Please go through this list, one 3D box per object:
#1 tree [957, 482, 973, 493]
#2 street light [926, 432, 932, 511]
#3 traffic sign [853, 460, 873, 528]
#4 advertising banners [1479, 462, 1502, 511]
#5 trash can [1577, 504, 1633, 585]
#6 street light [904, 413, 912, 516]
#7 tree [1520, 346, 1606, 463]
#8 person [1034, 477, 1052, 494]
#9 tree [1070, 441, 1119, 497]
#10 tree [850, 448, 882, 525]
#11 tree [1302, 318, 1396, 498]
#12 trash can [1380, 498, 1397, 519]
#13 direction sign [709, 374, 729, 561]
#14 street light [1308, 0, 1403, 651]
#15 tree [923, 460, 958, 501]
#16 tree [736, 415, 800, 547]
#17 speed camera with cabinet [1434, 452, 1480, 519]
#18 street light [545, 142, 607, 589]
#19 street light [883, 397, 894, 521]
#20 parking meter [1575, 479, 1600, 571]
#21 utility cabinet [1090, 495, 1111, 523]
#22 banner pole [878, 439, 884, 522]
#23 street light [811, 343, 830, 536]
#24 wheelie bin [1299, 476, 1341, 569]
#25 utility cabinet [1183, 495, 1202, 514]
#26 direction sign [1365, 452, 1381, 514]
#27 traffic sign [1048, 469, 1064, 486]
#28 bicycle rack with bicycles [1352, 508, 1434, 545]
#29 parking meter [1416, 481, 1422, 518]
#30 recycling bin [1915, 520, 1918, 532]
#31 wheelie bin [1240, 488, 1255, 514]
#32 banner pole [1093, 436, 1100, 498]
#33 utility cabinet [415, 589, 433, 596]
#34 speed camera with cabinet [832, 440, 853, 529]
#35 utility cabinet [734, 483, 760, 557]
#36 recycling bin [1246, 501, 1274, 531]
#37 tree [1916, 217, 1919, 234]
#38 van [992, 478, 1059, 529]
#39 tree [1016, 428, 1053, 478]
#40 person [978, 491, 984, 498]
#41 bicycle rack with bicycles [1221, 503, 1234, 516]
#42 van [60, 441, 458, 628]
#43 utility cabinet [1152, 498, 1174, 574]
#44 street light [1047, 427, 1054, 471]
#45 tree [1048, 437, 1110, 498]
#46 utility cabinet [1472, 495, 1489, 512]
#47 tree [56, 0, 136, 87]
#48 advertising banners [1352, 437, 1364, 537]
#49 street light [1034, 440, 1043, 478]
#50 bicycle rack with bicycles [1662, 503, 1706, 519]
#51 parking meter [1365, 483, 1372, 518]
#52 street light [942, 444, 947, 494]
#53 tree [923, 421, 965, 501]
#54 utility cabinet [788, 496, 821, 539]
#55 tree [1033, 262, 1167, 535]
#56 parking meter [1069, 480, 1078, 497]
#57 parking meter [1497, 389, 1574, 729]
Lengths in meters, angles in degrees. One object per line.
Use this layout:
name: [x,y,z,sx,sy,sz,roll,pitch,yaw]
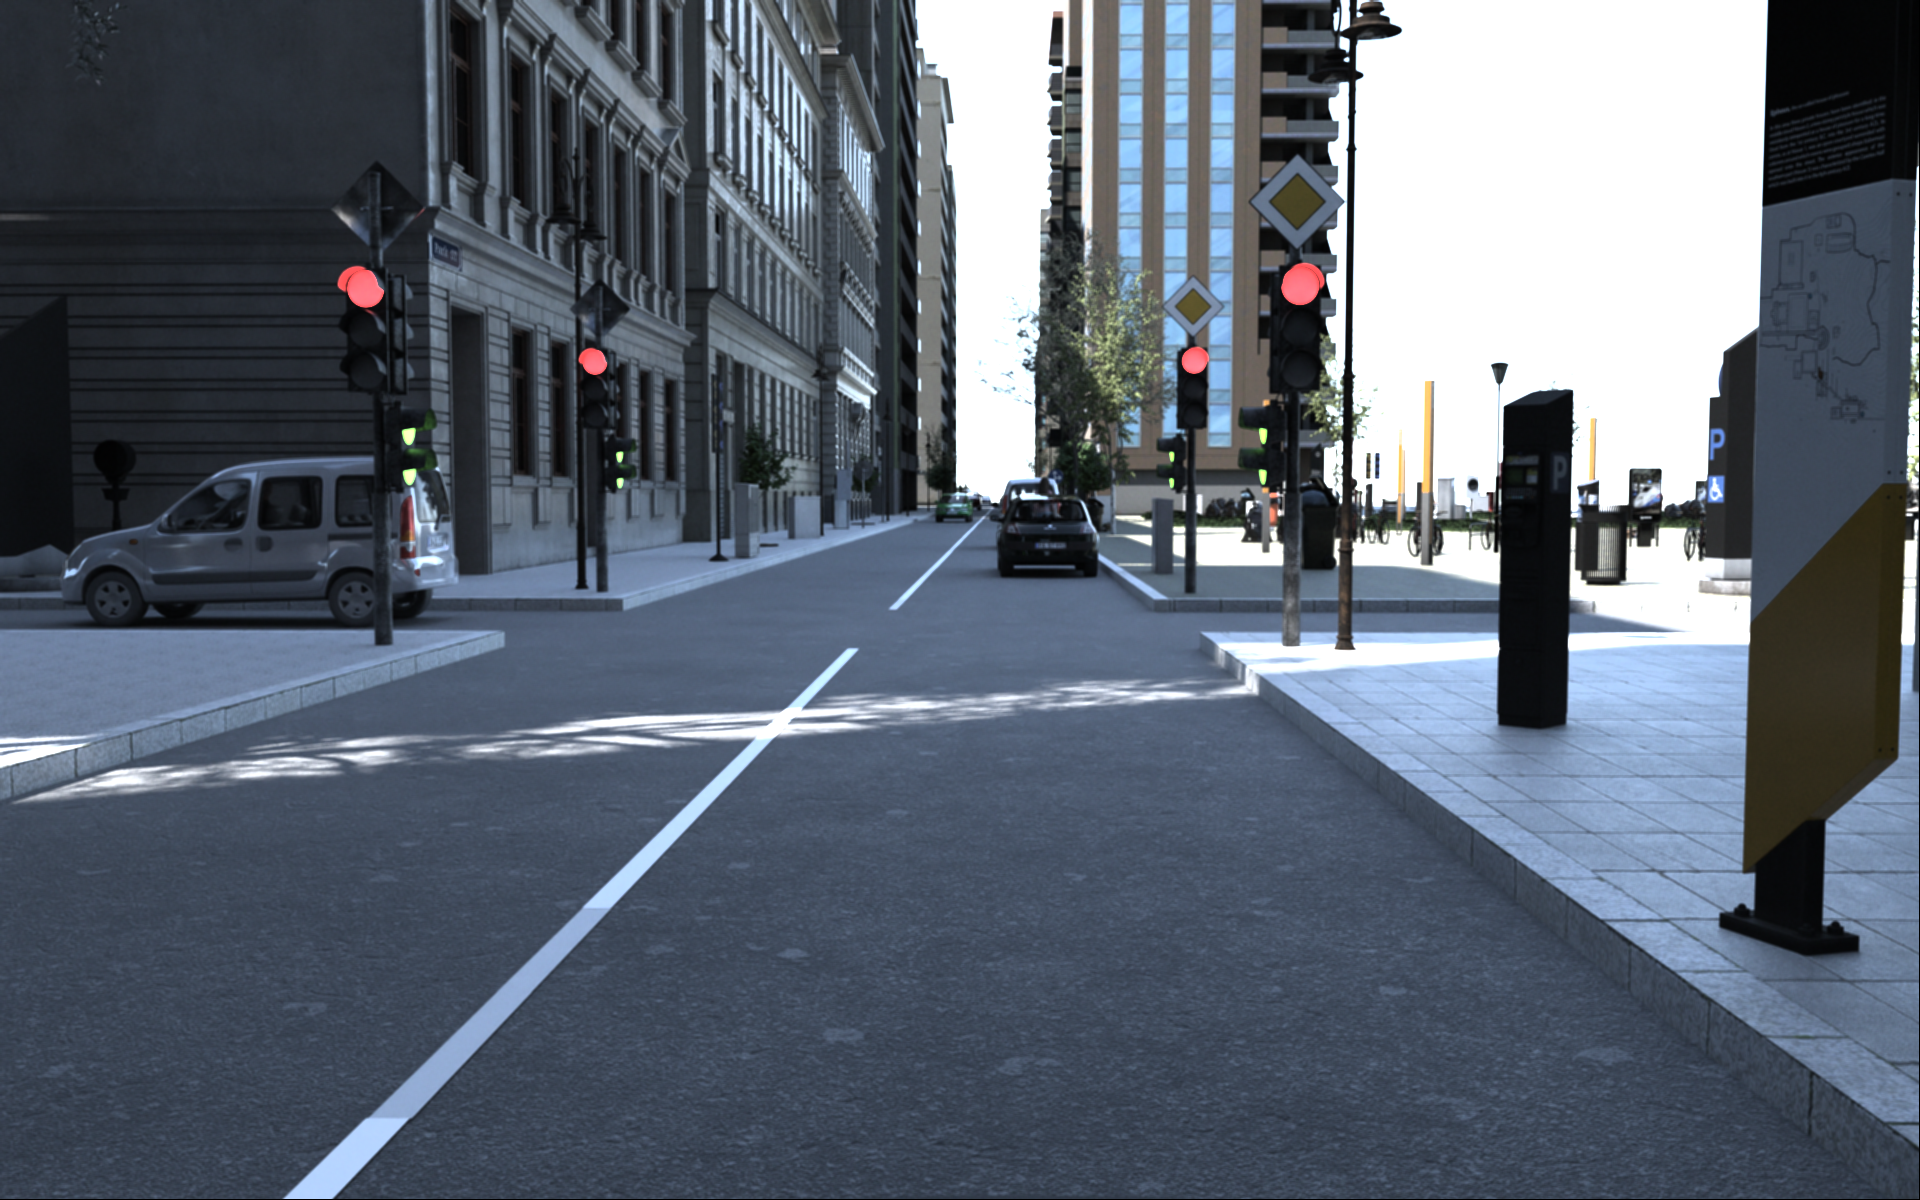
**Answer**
tree: [0.757,-15.425,246.793,1.663,3.219,1.824,0,3,0]
street light: [-2.341,-9.544,128.825,0.468,5.910,1.993,0,4,2]
traffic sign: [-3.658,-3.989,65.329,0.768,2.556,0.104,0,4,3]
advertising banners: [28.872,-6.007,94.406,2.074,3.025,0.090,3,4,37]
trash can: [9.107,-0.785,24.483,0.748,1.137,0.748,0,3,0]
street light: [-3.003,-7.744,99.407,0.468,5.910,1.993,0,4,2]
tree: [30.008,-8.369,87.189,4.360,8.622,3.978,0,3,0]
person: [1.977,-1.941,40.238,0.555,1.821,0.388,0,4,-1]
tree: [4.569,-4.074,61.214,1.663,3.219,1.824,0,3,0]
tree: [-4.118,-4.797,73.026,1.663,3.219,1.824,0,3,0]
tree: [16.149,-7.527,73.427,4.737,8.622,4.395,0,3,0]
trash can: [15.640,-3.137,62.945,0.748,1.137,0.748,0,3,0]
direction sign: [-4.625,-2.513,33.086,0.379,3.537,0.876,0,4,4]
street light: [3.166,-2.525,14.076,0.468,5.910,1.993,0,4,2]
tree: [-1.880,-11.198,166.807,4.285,4.588,4.351,0,3,0]
tree: [-5.015,-2.924,42.417,1.663,3.219,1.824,0,3,0]
speed camera with cabinet: [23.329,-5.321,81.339,2.038,3.252,0.660,-1,4,-10]
street light: [-5.118,-3.087,23.265,0.468,5.910,1.993,0,4,2]
street light: [-3.446,-6.714,82.565,0.468,5.910,1.993,0,4,2]
parking meter: [10.495,-1.257,28.971,0.372,1.533,0.369,0,3,0]
utility cabinet: [6.307,-4.038,77.182,1.020,1.237,0.306,-2,4,-24]
banner pole: [-3.551,-5.381,77.998,0.401,3.779,0.863,1,4,17]
street light: [-4.258,-4.912,53.092,0.468,5.910,1.993,0,4,2]
wheelie bin: [6.093,-1.332,29.679,0.693,1.594,0.980,0,4,-4]
utility cabinet: [13.093,-5.272,97.356,1.020,1.237,0.306,0,4,-1]
direction sign: [22.241,-6.199,93.348,0.876,3.537,0.379,-1,4,-14]
traffic sign: [4.867,-5.364,87.807,0.768,2.556,0.104,0,4,4]
bicycle rack with bicycles: [11.231,-1.931,44.958,2.852,0.926,2.925,1,4,16]
parking meter: [21.055,-4.505,79.374,0.255,1.863,0.399,2,4,28]
recycling bin: [32.690,-2.868,59.448,0.722,1.027,0.722,3,5,42]
wheelie bin: [14.267,-4.774,85.967,0.693,1.594,0.980,0,4,0]
banner pole: [5.697,-5.031,72.266,0.401,3.779,0.863,-1,4,-18]
utility cabinet: [-7.210,-0.664,22.023,1.020,1.237,0.306,1,4,21]
speed camera with cabinet: [-4.361,-4.248,63.792,0.660,3.252,2.038,-1,4,-8]
utility cabinet: [-4.296,-1.614,35.060,0.318,1.500,1.173,0,4,3]
recycling bin: [10.393,-2.897,59.917,0.722,1.027,0.722,-2,4,-26]
tree: [23.568,-5.552,41.146,4.737,8.622,4.395,0,3,0]
van: [1.847,-2.377,45.881,2.013,2.044,4.112,0,4,1]
tree: [8.272,-14.397,185.760,4.360,8.622,3.978,0,3,0]
person: [2.341,-12.932,219.956,1.348,1.821,0.705,1,4,12]
bicycle rack with bicycles: [12.231,-3.708,74.014,2.852,0.926,2.925,1,4,11]
van: [-7.797,-0.753,19.326,4.112,2.044,2.013,0,4,1]
utility cabinet: [3.321,-1.052,28.368,0.306,1.237,1.020,0,4,3]
street light: [5.949,-8.630,113.883,0.468,5.910,1.993,0,4,2]
tree: [6.144,-6.534,90.545,4.285,4.588,4.351,0,3,0]
utility cabinet: [27.244,-4.876,90.885,1.020,1.237,0.306,-1,4,-19]
tree: [-6.154,-5.951,7.670,12.009,13.543,11.850,0,3,0]
advertising banners: [12.053,-3.457,52.706,0.090,3.025,2.074,0,4,3]
street light: [6.655,-10.465,143.891,0.468,5.910,1.993,0,4,2]
bicycle rack with bicycles: [27.903,-3.312,67.535,2.852,0.926,2.925,2,4,32]
parking meter: [21.648,-5.267,91.823,0.255,1.863,0.399,-1,4,-15]
street light: [-1.425,-11.363,158.568,0.468,5.910,1.993,0,4,2]
tree: [-1.928,-13.562,172.102,4.360,8.622,3.978,0,3,0]
utility cabinet: [-4.475,-2.360,49.749,0.306,1.237,1.020,3,5,43]
tree: [4.630,-6.352,54.215,4.737,8.622,4.395,0,3,0]
parking meter: [4.750,-4.086,72.510,0.255,1.863,0.399,2,4,30]
parking meter: [3.181,-0.237,9.582,0.399,1.863,0.255,-3,5,-45]
